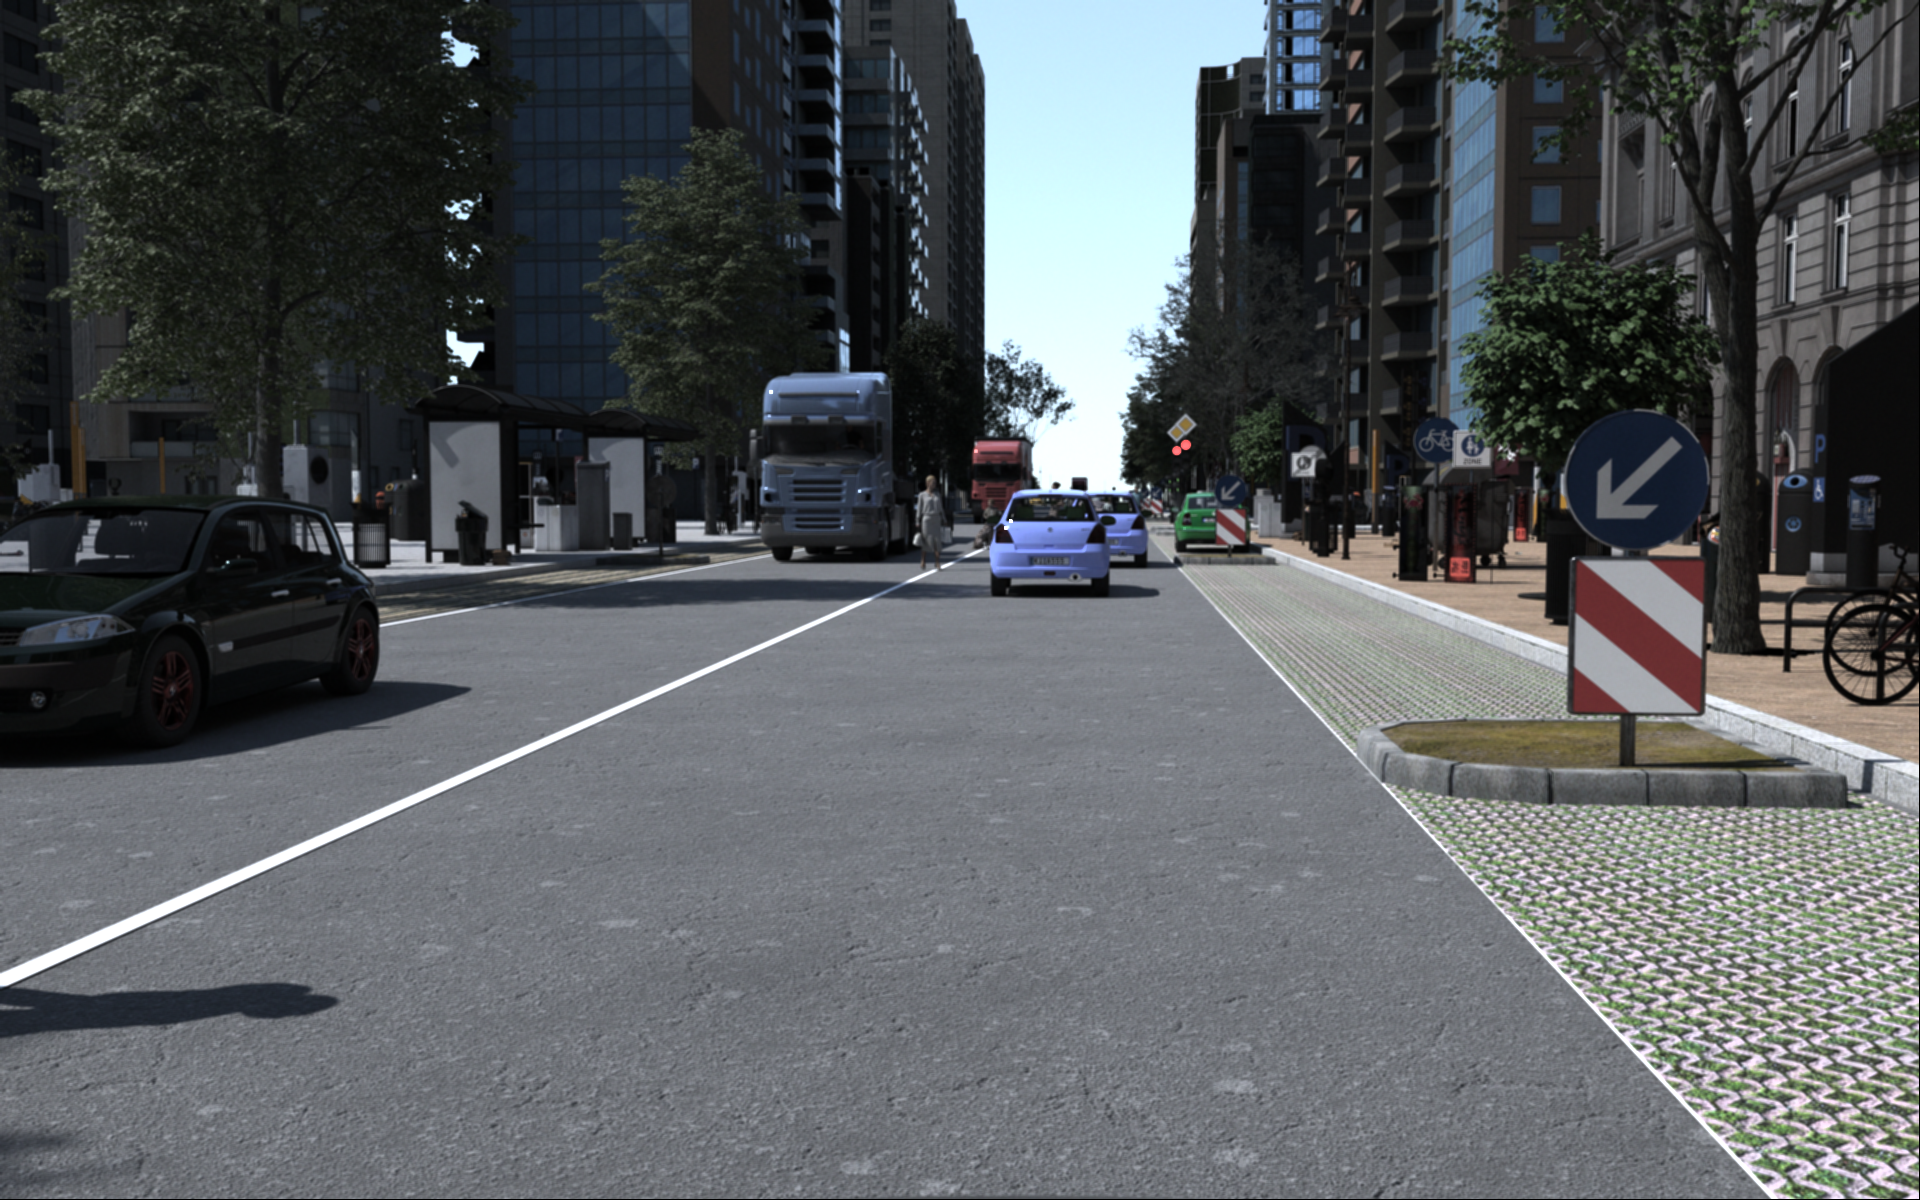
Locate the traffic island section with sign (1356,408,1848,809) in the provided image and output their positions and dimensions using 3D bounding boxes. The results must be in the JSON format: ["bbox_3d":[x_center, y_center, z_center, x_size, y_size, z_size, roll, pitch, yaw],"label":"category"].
[{"bbox_3d":[3.108,-0.014,8.851,1.989,1.847,2.006,0,4,5],"label":"traffic island section with sign"}]

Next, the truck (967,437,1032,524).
[{"bbox_3d":[2.133,-5.982,86.724,2.839,4.237,11.283,0,4,5],"label":"truck"}]

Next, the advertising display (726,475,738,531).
[{"bbox_3d":[-7.892,-3.357,60.102,0.123,1.923,0.974,1,4,10],"label":"advertising display"}]

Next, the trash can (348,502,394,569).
[{"bbox_3d":[-10.168,-1.118,29.928,0.748,1.137,0.748,0,3,0],"label":"trash can"}]

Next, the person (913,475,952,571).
[{"bbox_3d":[-0.526,-1.451,32.582,0.694,1.780,0.624,-1,4,-9],"label":"person"}]

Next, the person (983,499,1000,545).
[{"bbox_3d":[0.896,-2.199,48.725,0.475,1.303,0.640,0,4,-7],"label":"person"}]

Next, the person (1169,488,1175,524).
[{"bbox_3d":[10.303,-4.583,83.617,0.473,1.802,0.592,1,4,10],"label":"person"}]

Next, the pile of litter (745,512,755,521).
[{"bbox_3d":[-10.552,-4.318,84.566,1.176,0.858,1.719,-2,4,-30],"label":"pile of litter"}]

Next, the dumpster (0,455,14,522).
[{"bbox_3d":[-10.969,-0.930,17.706,1.502,2.255,1.985,0,4,5],"label":"dumpster"}]

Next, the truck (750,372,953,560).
[{"bbox_3d":[-2.202,-3.332,44.230,2.967,4.110,18.799,0,4,5],"label":"truck"}]

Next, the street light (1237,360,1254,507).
[{"bbox_3d":[9.821,-5.312,59.647,0.468,5.910,1.993,0,4,5],"label":"street light"}]

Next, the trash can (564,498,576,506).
[{"bbox_3d":[-15.566,-3.546,69.629,0.748,1.137,0.748,0,3,0],"label":"trash can"}]

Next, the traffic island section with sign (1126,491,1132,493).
[{"bbox_3d":[12.472,-6.687,117.952,1.989,1.847,2.006,0,4,5],"label":"traffic island section with sign"}]

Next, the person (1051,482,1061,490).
[{"bbox_3d":[2.703,-2.528,50.172,0.374,1.781,0.599,-3,4,-36],"label":"person"}]

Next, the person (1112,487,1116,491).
[{"bbox_3d":[9.100,-5.795,103.028,0.659,1.850,0.755,2,4,33],"label":"person"}]

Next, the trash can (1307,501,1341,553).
[{"bbox_3d":[7.890,-1.585,37.575,0.748,1.137,0.748,0,3,0],"label":"trash can"}]

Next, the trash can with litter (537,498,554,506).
[{"bbox_3d":[-11.606,-2.312,49.191,0.624,1.170,1.055,-2,4,-35],"label":"trash can with litter"}]

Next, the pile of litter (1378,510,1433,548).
[{"bbox_3d":[10.901,-1.688,41.559,1.176,0.858,1.719,-1,4,-15],"label":"pile of litter"}]

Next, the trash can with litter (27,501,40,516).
[{"bbox_3d":[-19.864,-1.522,35.949,2.233,1.210,1.678,-3,5,-40],"label":"trash can with litter"}]

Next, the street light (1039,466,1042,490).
[{"bbox_3d":[13.117,-18.962,282.818,0.468,5.910,1.993,0,4,5],"label":"street light"}]

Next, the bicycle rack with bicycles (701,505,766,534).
[{"bbox_3d":[-7.205,-2.632,56.414,2.852,0.926,2.925,0,4,0],"label":"bicycle rack with bicycles"}]

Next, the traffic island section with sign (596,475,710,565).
[{"bbox_3d":[-6.215,-1.643,35.496,1.989,1.847,2.006,0,4,5],"label":"traffic island section with sign"}]

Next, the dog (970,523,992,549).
[{"bbox_3d":[0.506,-1.730,45.128,0.800,0.831,0.513,1,4,19],"label":"dog"}]

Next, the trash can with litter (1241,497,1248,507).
[{"bbox_3d":[14.853,-4.910,91.672,0.624,1.170,1.055,-1,4,-9],"label":"trash can with litter"}]

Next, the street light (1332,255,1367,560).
[{"bbox_3d":[7.556,-3.728,33.734,0.468,5.910,1.993,0,4,5],"label":"street light"}]

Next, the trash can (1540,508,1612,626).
[{"bbox_3d":[6.074,-0.327,17.008,0.748,1.137,0.748,0,3,0],"label":"trash can"}]

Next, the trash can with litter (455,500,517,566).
[{"bbox_3d":[-8.530,-1.210,31.174,1.055,1.170,0.624,0,4,-2],"label":"trash can with litter"}]

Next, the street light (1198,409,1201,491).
[{"bbox_3d":[12.529,-7.216,90.771,0.468,5.910,1.993,0,4,5],"label":"street light"}]

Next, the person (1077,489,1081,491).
[{"bbox_3d":[9.293,-7.743,135.075,0.580,1.828,0.573,3,5,42],"label":"person"}]

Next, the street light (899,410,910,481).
[{"bbox_3d":[-3.062,-7.517,95.688,0.468,5.910,1.993,0,4,5],"label":"street light"}]

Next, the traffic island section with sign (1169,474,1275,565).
[{"bbox_3d":[5.414,-1.656,35.707,1.989,1.847,2.006,0,4,5],"label":"traffic island section with sign"}]

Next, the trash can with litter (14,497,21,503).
[{"bbox_3d":[-41.863,-3.992,76.654,1.055,1.170,0.624,1,4,21],"label":"trash can with litter"}]

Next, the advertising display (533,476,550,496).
[{"bbox_3d":[-14.968,-3.441,61.471,0.123,1.923,0.974,3,4,38],"label":"advertising display"}]

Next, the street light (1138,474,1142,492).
[{"bbox_3d":[28.422,-18.542,275.942,0.468,5.910,1.993,0,4,5],"label":"street light"}]

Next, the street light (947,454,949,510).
[{"bbox_3d":[-0.841,-9.086,121.347,0.468,5.910,1.993,0,4,5],"label":"street light"}]

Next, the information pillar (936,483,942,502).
[{"bbox_3d":[-1.414,-6.859,116.644,0.304,2.012,0.304,3,5,44],"label":"information pillar"}]

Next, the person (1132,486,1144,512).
[{"bbox_3d":[8.659,-4.647,84.499,0.660,1.820,0.620,0,4,3],"label":"person"}]

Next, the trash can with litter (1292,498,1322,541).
[{"bbox_3d":[9.396,-2.184,47.103,0.624,1.170,1.055,-2,4,-24],"label":"trash can with litter"}]

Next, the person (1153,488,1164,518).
[{"bbox_3d":[11.092,-5.380,96.639,0.728,1.800,0.709,-1,4,-18],"label":"person"}]

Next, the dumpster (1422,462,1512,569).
[{"bbox_3d":[8.841,-1.496,30.218,1.264,1.857,1.865,0,4,5],"label":"dumpster"}]

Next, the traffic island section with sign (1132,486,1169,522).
[{"bbox_3d":[10.085,-4.982,90.088,1.989,1.847,2.006,0,4,5],"label":"traffic island section with sign"}]

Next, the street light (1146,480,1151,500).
[{"bbox_3d":[23.561,-15.044,218.758,0.468,5.910,1.993,0,4,5],"label":"street light"}]

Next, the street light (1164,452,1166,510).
[{"bbox_3d":[16.883,-10.380,142.492,0.468,5.910,1.993,0,4,5],"label":"street light"}]

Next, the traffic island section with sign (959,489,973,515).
[{"bbox_3d":[0.956,-6.747,118.948,1.989,1.847,2.006,0,4,5],"label":"traffic island section with sign"}]

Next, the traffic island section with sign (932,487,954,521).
[{"bbox_3d":[-1.353,-5.103,92.054,1.989,1.847,2.006,0,4,5],"label":"traffic island section with sign"}]

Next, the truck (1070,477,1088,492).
[{"bbox_3d":[20.247,-18.621,293.370,2.839,4.237,11.283,0,4,6],"label":"truck"}]

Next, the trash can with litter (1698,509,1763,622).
[{"bbox_3d":[7.585,-0.371,17.450,0.624,1.170,1.055,0,4,-7],"label":"trash can with litter"}]

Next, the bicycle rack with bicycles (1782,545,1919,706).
[{"bbox_3d":[6.843,0.127,11.311,2.925,0.926,2.852,1,4,9],"label":"bicycle rack with bicycles"}]

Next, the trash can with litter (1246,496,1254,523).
[{"bbox_3d":[12.692,-4.081,77.786,2.233,1.210,1.678,0,4,-7],"label":"trash can with litter"}]

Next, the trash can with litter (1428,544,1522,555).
[{"bbox_3d":[10.840,-1.589,37.043,2.233,1.210,1.678,1,4,23],"label":"trash can with litter"}]
